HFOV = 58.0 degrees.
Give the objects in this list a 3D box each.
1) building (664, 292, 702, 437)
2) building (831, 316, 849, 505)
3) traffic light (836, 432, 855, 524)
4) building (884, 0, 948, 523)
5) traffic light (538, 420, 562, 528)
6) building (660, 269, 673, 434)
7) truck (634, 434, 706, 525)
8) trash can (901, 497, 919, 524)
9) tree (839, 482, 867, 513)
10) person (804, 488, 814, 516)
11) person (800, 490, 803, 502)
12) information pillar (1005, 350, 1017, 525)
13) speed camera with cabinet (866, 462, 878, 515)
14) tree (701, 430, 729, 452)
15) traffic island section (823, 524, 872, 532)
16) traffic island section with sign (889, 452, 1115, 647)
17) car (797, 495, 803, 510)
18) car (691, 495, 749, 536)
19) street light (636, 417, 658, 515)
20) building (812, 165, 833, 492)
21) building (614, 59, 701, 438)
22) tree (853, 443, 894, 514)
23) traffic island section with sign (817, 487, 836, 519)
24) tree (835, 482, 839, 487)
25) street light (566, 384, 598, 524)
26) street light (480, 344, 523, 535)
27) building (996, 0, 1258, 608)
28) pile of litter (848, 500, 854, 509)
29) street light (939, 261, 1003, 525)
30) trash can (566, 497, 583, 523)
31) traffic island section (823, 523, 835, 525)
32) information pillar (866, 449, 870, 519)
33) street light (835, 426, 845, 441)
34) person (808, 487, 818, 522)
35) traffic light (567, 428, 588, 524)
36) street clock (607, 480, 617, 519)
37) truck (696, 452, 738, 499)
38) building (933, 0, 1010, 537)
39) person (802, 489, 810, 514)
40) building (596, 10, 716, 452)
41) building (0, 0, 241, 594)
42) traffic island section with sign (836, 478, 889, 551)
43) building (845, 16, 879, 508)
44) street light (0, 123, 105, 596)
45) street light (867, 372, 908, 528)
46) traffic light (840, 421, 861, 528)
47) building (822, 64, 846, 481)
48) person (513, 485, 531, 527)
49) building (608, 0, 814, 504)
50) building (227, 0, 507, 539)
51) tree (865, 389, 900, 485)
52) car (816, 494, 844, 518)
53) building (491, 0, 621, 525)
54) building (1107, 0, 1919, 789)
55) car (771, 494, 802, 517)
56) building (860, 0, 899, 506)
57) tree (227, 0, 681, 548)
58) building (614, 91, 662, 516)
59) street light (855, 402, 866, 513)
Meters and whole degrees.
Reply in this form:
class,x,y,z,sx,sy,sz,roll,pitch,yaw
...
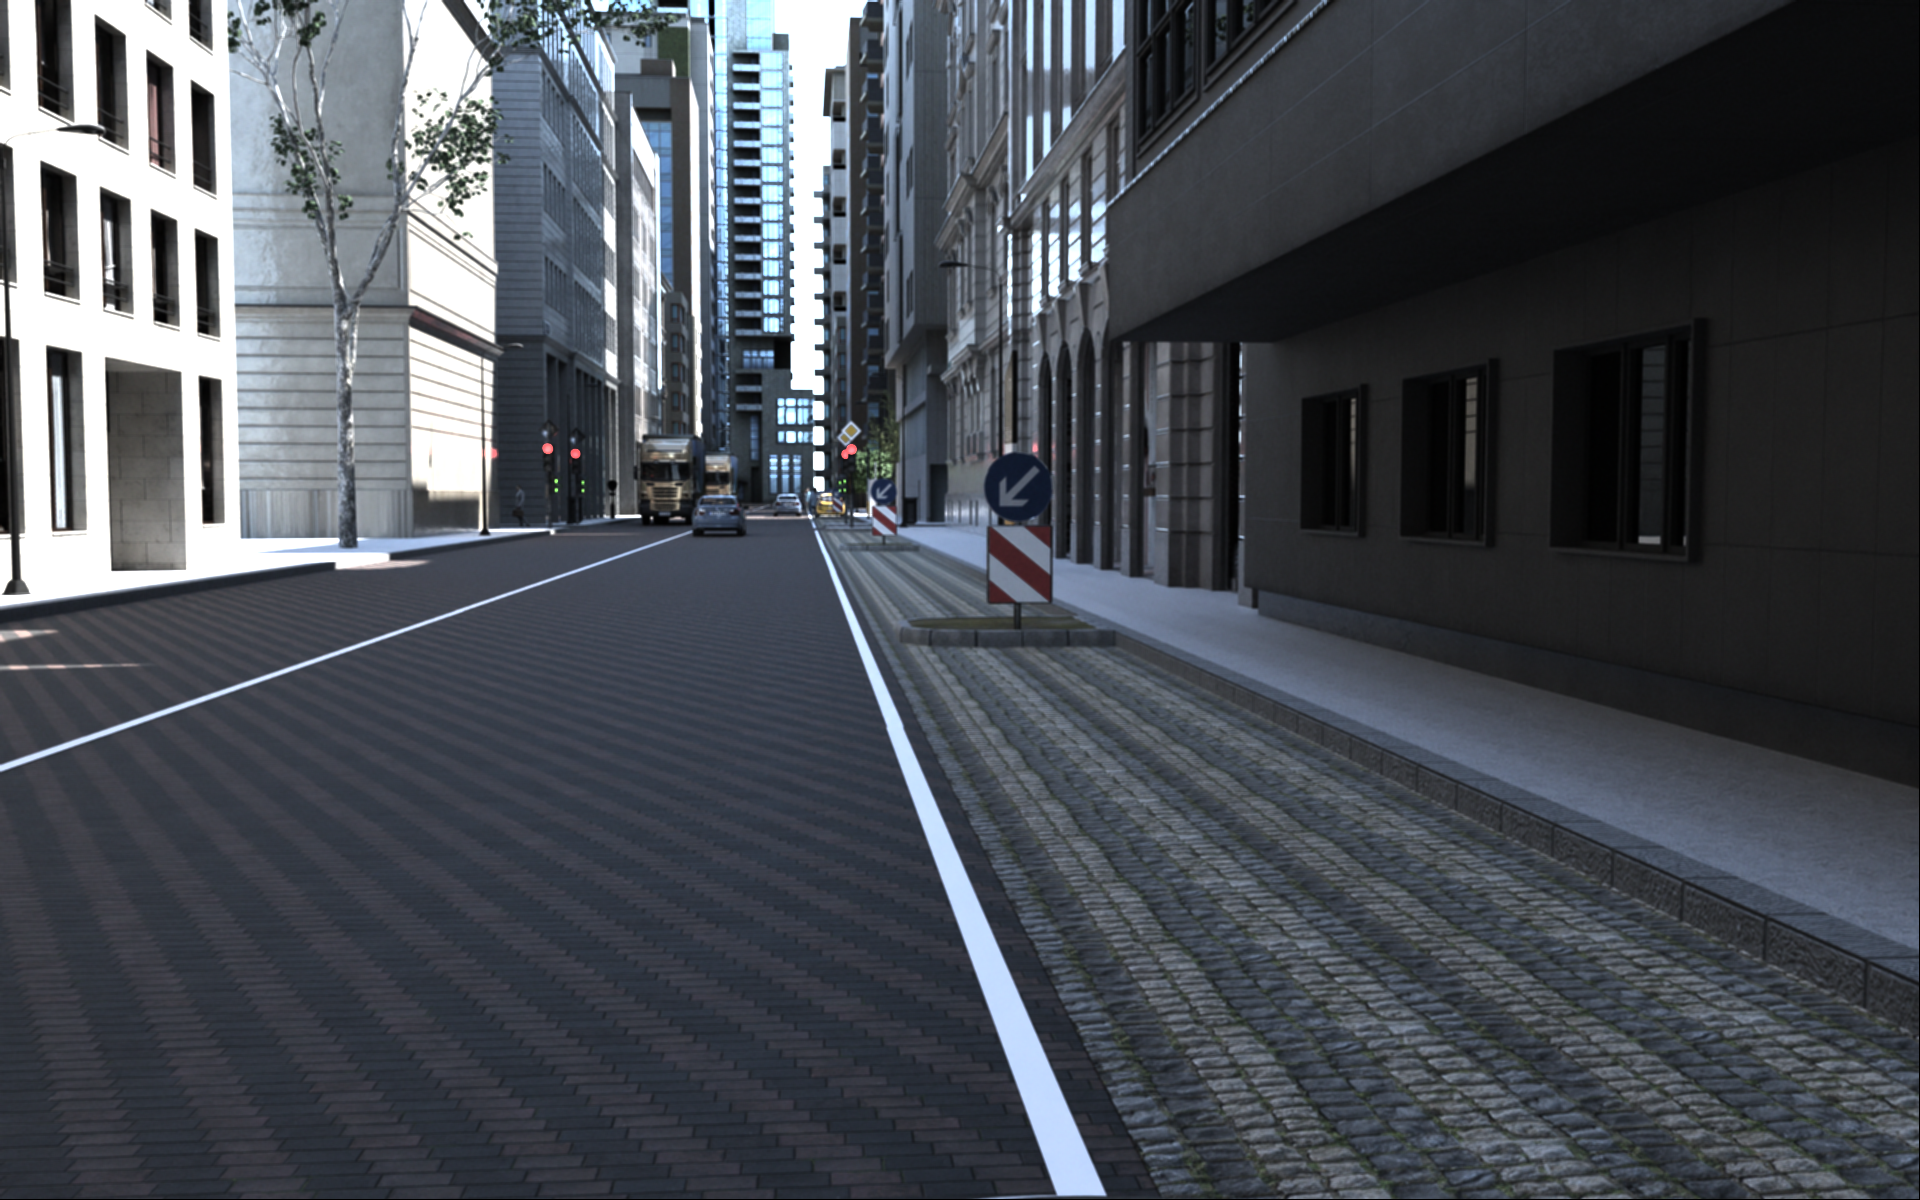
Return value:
class,x,y,z,sx,sy,sz,roll,pitch,yaw
building,-38.833,-19.344,161.311,27.650,21.520,28.899,0,4,-5
building,0.450,-20.748,184.274,27.650,21.520,28.899,0,4,-5
traffic light,-4.898,-5.213,74.153,0.839,4.253,0.868,0,4,-5
building,9.672,-30.543,88.623,27.495,52.752,28.713,0,4,-5
traffic light,-15.432,-4.663,65.156,0.839,4.253,0.868,0,4,-5
building,-28.403,-18.088,131.899,11.583,22.565,21.152,0,4,-5
truck,-13.849,-5.794,83.648,2.839,4.237,11.283,0,4,-5
trash can,-2.136,-3.808,73.914,0.748,1.137,0.748,0,3,0
tree,-6.650,-7.384,115.335,1.663,3.219,1.824,0,3,0
person,-9.963,-6.484,114.384,0.748,1.841,0.638,1,4,16
person,-15.541,-9.842,169.506,0.705,1.814,1.350,1,4,17
information pillar,0.839,-2.268,28.440,0.183,3.616,0.504,-1,4,-14
speed camera with cabinet,-5.428,-6.861,106.512,0.660,3.252,2.038,0,4,-6
tree,-28.345,-15.230,199.371,4.360,8.622,3.978,0,3,0
traffic island section,-4.128,-2.693,66.319,2.009,0.180,2.903,0,4,-5
traffic island section with sign,0.377,-0.516,17.058,1.989,1.847,2.006,0,4,-5
car,-15.457,-9.068,160.843,1.945,1.354,3.894,0,4,-5
car,-8.353,-2.949,60.218,2.014,1.417,4.499,0,4,-5
street light,-18.836,-8.050,104.162,1.470,5.913,1.316,0,4,-5
building,-5.490,-38.252,245.035,30.456,49.044,23.786,0,4,-5
building,-34.787,-32.565,182.553,14.600,45.320,14.200,0,4,-5
tree,-5.760,-7.811,111.417,4.285,4.588,4.351,0,3,0
traffic island section with sign,-7.099,-5.513,98.768,1.989,1.847,2.006,0,4,-5
tree,-9.957,-9.691,153.053,1.663,3.219,1.824,0,3,0
street light,-15.944,-6.148,73.053,1.470,5.913,1.316,0,4,-5
street light,-14.227,-4.964,53.696,1.470,5.913,1.316,0,4,-5
building,8.063,-11.557,30.755,13.314,21.916,24.055,0,4,-5
pile of litter,-9.449,-8.130,146.895,1.176,0.858,1.719,0,4,-6
street light,0.276,-3.803,34.719,1.470,5.913,1.316,0,4,-5
trash can,-16.971,-3.954,76.298,0.748,1.137,0.748,0,3,0
traffic island section,-4.857,-3.180,74.271,2.009,0.180,2.903,0,4,-5
information pillar,-4.736,-5.996,89.392,0.183,3.616,0.504,0,4,-6
street light,-7.559,-8.898,118.019,1.470,5.913,1.316,0,4,-5
person,-7.539,-4.911,89.067,0.793,1.790,0.793,1,4,10
traffic light,-16.161,-5.149,73.108,0.839,4.253,0.868,0,4,-5
street clock,-18.046,-5.221,89.938,0.471,2.002,0.358,-2,4,-30
truck,-16.682,-7.931,118.587,2.839,4.237,11.283,0,4,-5
building,6.625,-16.363,54.925,14.401,28.519,23.554,0,4,-5
person,-10.778,-6.891,121.444,0.520,1.790,0.573,-2,4,-31
building,-44.210,-40.893,210.606,28.212,58.520,21.231,0,4,-5
building,-17.570,-10.246,22.281,10.420,20.320,16.860,0,4,-5
traffic island section with sign,-2.069,-2.157,43.903,1.989,1.847,2.006,0,4,-5
building,-3.520,-31.283,161.586,14.600,45.320,14.200,0,4,-5
street light,-11.422,-3.015,21.830,1.470,5.913,1.316,0,4,-5
street light,-2.702,-5.736,66.322,1.470,5.913,1.316,0,4,-5
traffic light,-4.169,-4.727,66.201,0.839,4.253,0.868,0,4,-5
building,-2.186,-38.076,211.776,28.713,52.752,27.495,0,4,-5
person,-17.838,-3.766,70.194,0.853,1.813,0.709,-3,5,-42
building,-36.028,-56.717,239.988,31.000,86.520,22.319,0,4,-5
building,-30.696,-13.591,55.497,30.059,22.955,16.112,0,4,-5
tree,-4.296,-10.292,118.635,4.737,8.622,4.395,0,3,0
car,-7.777,-5.717,103.698,2.015,1.641,3.980,0,4,-6
building,-24.151,-18.883,86.234,11.434,29.767,29.804,0,4,-5
building,9.555,-13.012,6.250,14.314,27.812,24.014,0,4,-5
car,-11.102,-6.066,111.182,2.014,1.417,4.499,0,4,-7
building,3.523,-29.404,135.377,22.147,44.769,28.867,0,4,-5
tree,-13.221,-11.268,40.121,12.611,20.169,13.585,0,3,0
building,-26.146,-17.947,111.448,12.078,24.808,19.932,0,4,-5
street light,-4.566,-7.009,87.143,1.470,5.913,1.316,0,4,-5
